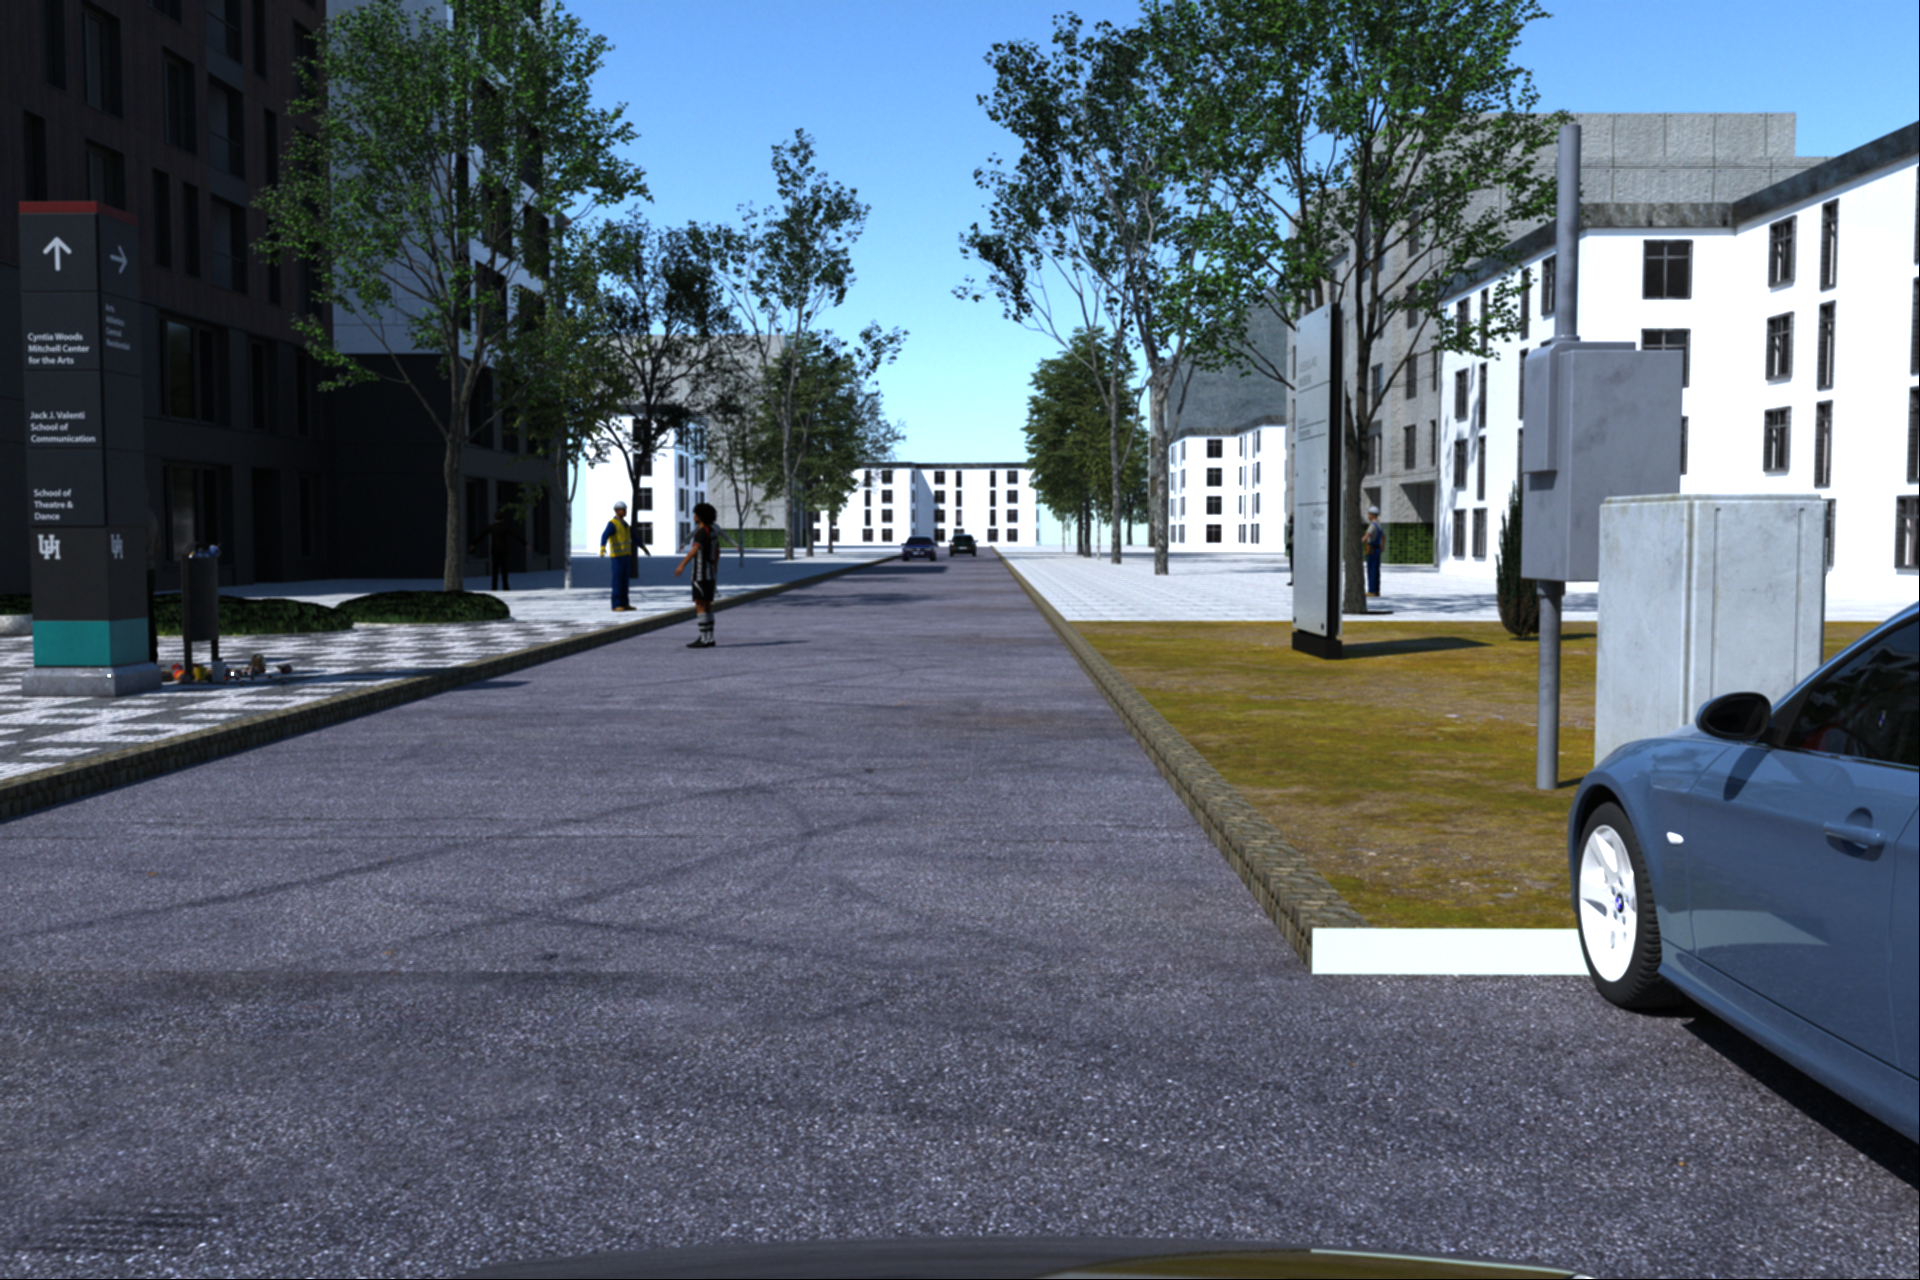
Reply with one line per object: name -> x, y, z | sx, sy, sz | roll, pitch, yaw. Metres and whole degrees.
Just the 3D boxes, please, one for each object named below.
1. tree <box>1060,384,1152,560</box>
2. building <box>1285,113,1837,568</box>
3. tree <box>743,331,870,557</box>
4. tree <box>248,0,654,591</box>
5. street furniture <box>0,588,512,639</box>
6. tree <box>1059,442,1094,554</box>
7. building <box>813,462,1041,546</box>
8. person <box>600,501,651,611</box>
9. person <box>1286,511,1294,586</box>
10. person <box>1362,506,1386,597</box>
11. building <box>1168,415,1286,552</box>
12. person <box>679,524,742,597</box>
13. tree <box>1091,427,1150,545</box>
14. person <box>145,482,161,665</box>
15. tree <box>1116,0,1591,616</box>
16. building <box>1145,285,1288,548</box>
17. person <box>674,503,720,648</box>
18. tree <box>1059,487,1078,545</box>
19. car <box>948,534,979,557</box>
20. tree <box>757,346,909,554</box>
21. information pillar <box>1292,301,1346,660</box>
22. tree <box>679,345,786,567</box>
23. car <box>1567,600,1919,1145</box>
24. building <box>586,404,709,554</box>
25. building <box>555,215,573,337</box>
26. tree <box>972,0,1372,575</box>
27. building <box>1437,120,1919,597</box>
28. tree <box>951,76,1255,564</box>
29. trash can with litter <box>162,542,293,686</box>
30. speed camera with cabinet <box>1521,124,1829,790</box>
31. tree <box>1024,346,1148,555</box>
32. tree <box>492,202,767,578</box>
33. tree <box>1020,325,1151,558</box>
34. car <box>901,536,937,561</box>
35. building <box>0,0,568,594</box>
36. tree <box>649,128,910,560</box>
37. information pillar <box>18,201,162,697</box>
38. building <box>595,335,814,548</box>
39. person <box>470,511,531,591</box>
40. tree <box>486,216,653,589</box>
tree -> 7.094, -8.265, 85.487 | 4.737, 8.622, 4.395 | 0, 3, 0
building -> 26.660, -13.152, 81.492 | 16.747, 18.905, 31.486 | 0, 4, 0
tree -> -8.713, -10.974, 97.549 | 7.486, 12.596, 7.792 | 0, 3, 0
tree -> -9.354, -6.502, 32.070 | 9.928, 11.665, 9.643 | 0, 3, 0
street furniture -> -11.497, -0.498, 23.767 | 10.072, 0.657, 5.734 | 0, 4, -6
tree -> 6.802, -9.876, 111.838 | 4.737, 8.622, 4.395 | 0, 3, 0
building -> -4.901, -15.753, 202.173 | 28.070, 9.664, 9.099 | 1, 4, 10
person -> -5.639, -1.403, 28.908 | 0.705, 1.833, 1.349 | 2, 4, 24
person -> 8.310, -2.285, 43.145 | 0.705, 1.856, 1.354 | 1, 4, 16
person -> 8.435, -1.809, 35.442 | 0.705, 1.847, 1.347 | 3, 4, 38
building -> 22.388, -11.882, 136.410 | 9.099, 9.664, 28.070 | 0, 4, 1
person -> -5.092, -1.771, 35.150 | 1.347, 1.806, 0.705 | -2, 4, -29
tree -> 19.569, -17.851, 198.517 | 9.857, 13.997, 8.962 | 0, 3, 0
person -> -7.910, -0.642, 16.633 | 0.705, 1.813, 1.348 | -1, 4, -9
tree -> 6.326, -6.233, 27.659 | 9.928, 11.665, 9.643 | 0, 3, 0
building -> 27.851, -20.265, 162.269 | 19.493, 23.208, 18.063 | 0, 4, 1
person -> -3.266, -0.813, 21.895 | 0.704, 1.843, 1.345 | 1, 4, 12
tree -> 12.886, -15.260, 199.855 | 4.360, 8.622, 3.978 | 0, 3, 0
car -> 0.191, -6.204, 111.227 | 2.009, 1.686, 4.222 | 0, 4, 0
tree -> -8.300, -12.322, 111.836 | 12.009, 13.543, 11.850 | 0, 3, 0
information pillar -> 3.798, -1.655, 18.376 | 0.184, 3.620, 1.656 | 0, 4, -1
tree -> -8.361, -7.137, 67.055 | 4.360, 8.622, 3.978 | 0, 3, 0
car -> 2.817, 0.504, 3.769 | 2.014, 1.417, 4.499 | 0, 4, 0
building -> -22.783, -11.248, 126.048 | 9.099, 9.664, 28.070 | 0, 4, 0
building -> -28.582, -14.928, 74.994 | 19.493, 23.208, 18.063 | 0, 4, 1
tree -> 6.328, -12.030, 52.579 | 12.611, 20.169, 13.585 | 0, 3, 0
building -> 20.336, -6.239, 44.155 | 9.099, 9.664, 28.070 | 0, 4, 1
tree -> 5.861, -13.273, 72.908 | 12.611, 20.169, 13.585 | 0, 3, 0
trash can with litter -> -6.595, -0.284, 15.701 | 1.678, 1.210, 2.233 | 0, 4, 2
speed camera with cabinet -> 3.148, -0.824, 7.808 | 0.660, 3.252, 2.038 | 0, 4, 0
tree -> 7.489, -11.386, 104.284 | 7.486, 12.596, 7.792 | 0, 3, 0
tree -> -9.528, -7.051, 49.704 | 8.767, 10.594, 7.601 | 0, 4, 2
tree -> 6.749, -10.774, 94.276 | 7.486, 12.596, 7.792 | 0, 3, 0
car -> -2.163, -4.872, 92.236 | 1.945, 1.354, 3.894 | 0, 4, 0
building -> -28.348, -12.410, 46.881 | 27.936, 21.610, 32.646 | 0, 4, 0
tree -> -8.870, -13.923, 83.528 | 12.611, 20.169, 13.585 | 0, 3, 0
information pillar -> -6.994, -1.498, 13.866 | 0.750, 3.857, 0.750 | 0, 4, 2
building -> -24.005, -18.530, 169.430 | 16.747, 18.905, 31.486 | 0, 4, 0
person -> -10.392, -2.014, 39.112 | 1.347, 1.806, 0.705 | -1, 4, -8
tree -> -9.265, -5.528, 40.741 | 4.737, 8.622, 4.395 | 0, 3, 0
